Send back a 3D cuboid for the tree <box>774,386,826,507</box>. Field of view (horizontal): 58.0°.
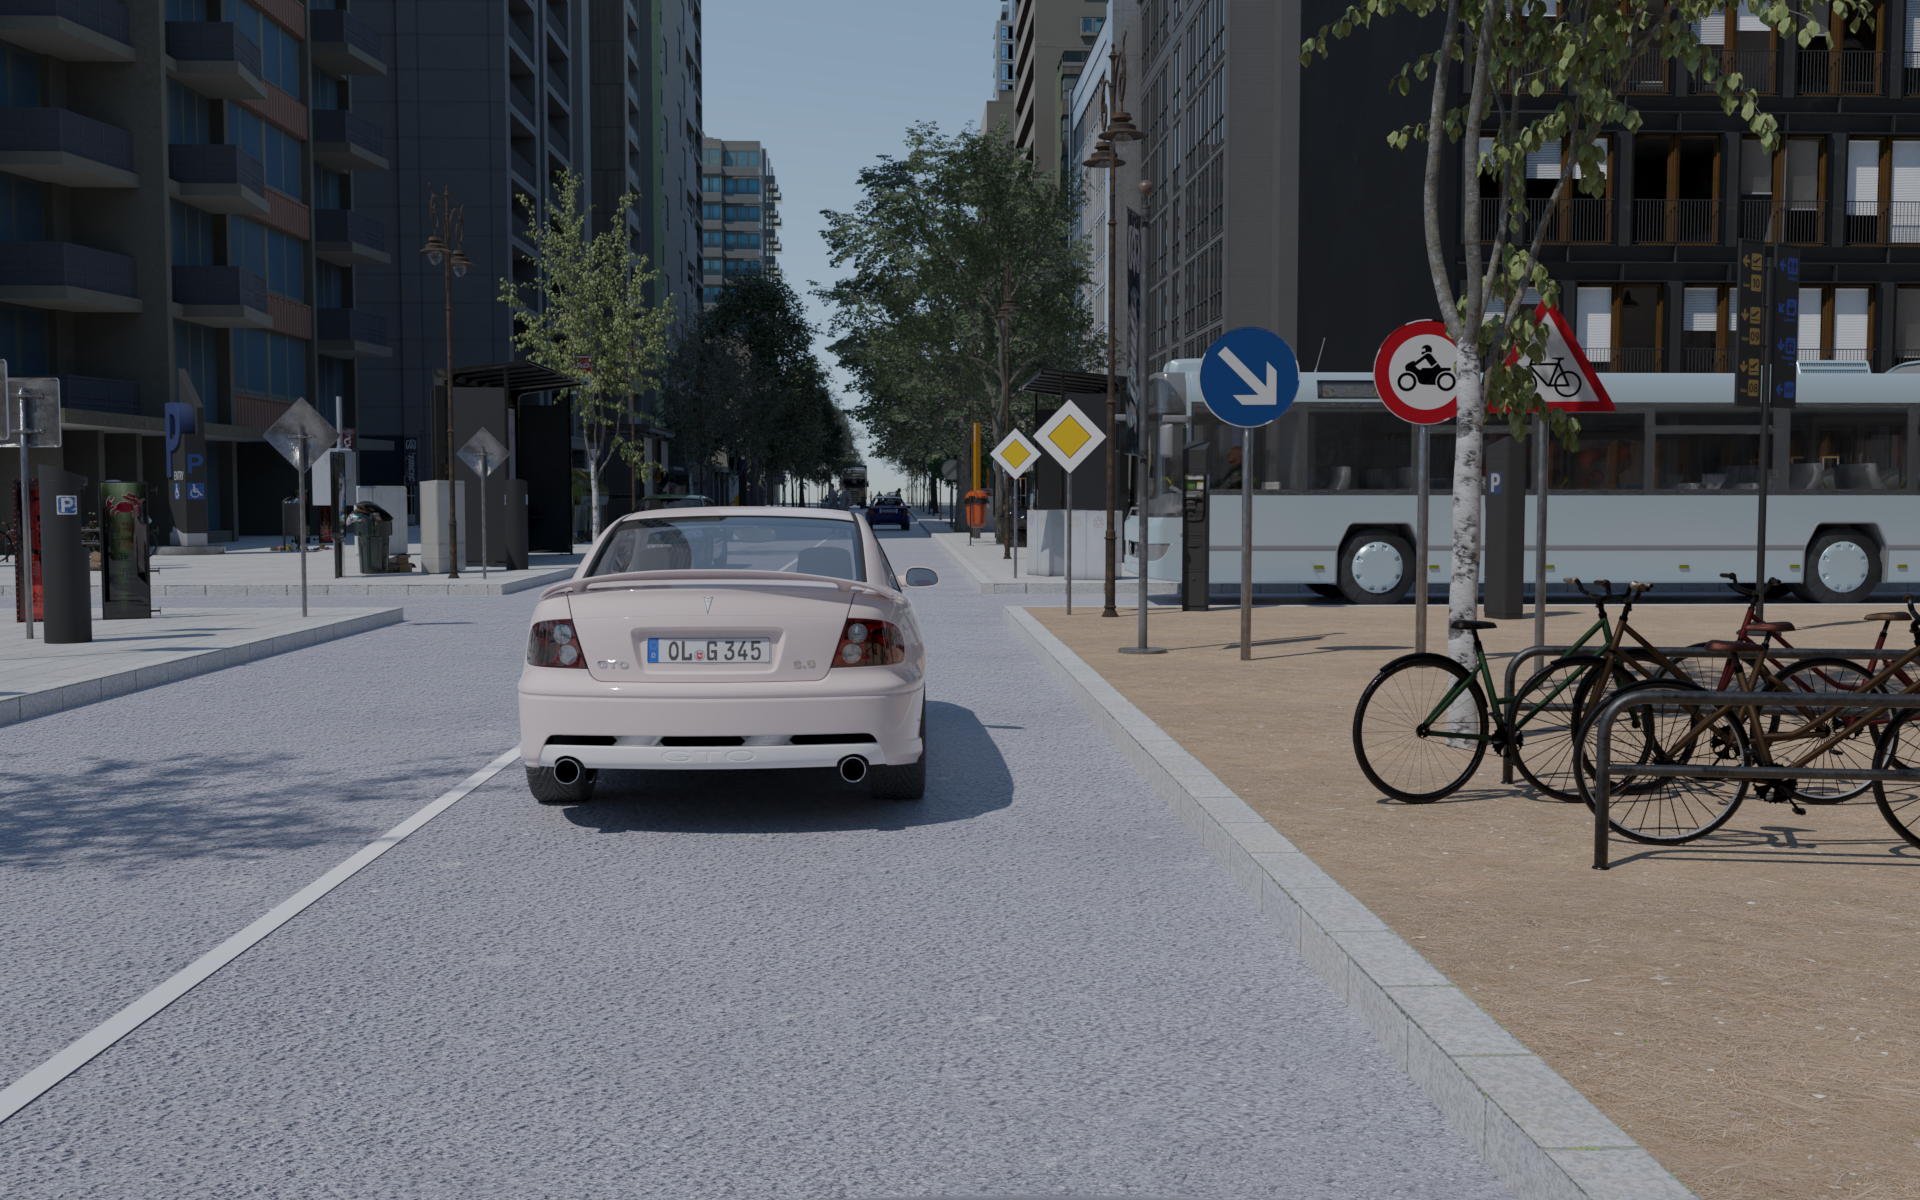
[{"bbox_3d":[-10.684,-9.586,107.097,4.737,8.622,4.395,0,3,0],"label":"tree"}]

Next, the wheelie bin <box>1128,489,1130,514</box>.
[{"bbox_3d":[6.729,-3.914,71.894,0.980,1.594,0.693,-3,4,-37],"label":"wheelie bin"}]

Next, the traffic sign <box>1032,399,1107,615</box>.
[{"bbox_3d":[1.152,-0.897,18.309,0.795,2.450,0.064,0,4,-2],"label":"traffic sign"}]

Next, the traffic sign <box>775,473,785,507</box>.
[{"bbox_3d":[-10.263,-5.968,97.680,0.768,2.556,0.104,0,4,2],"label":"traffic sign"}]

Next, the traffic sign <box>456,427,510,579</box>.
[{"bbox_3d":[-7.149,-1.367,25.998,0.795,2.450,0.064,0,4,-2],"label":"traffic sign"}]

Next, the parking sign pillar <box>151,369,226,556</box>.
[{"bbox_3d":[-16.401,-2.951,36.716,1.447,3.967,1.447,-3,4,-39],"label":"parking sign pillar"}]

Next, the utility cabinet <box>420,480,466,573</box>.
[{"bbox_3d":[-8.425,-1.194,28.201,0.318,1.500,1.173,0,4,5],"label":"utility cabinet"}]

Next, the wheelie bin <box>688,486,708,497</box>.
[{"bbox_3d":[-10.513,-3.755,69.304,0.980,1.594,0.693,0,4,-3],"label":"wheelie bin"}]

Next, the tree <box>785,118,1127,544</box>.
[{"bbox_3d":[0.734,-6.707,44.066,7.601,10.594,8.767,-2,4,-27],"label":"tree"}]

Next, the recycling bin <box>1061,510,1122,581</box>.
[{"bbox_3d":[2.008,-0.826,26.064,0.722,1.027,0.722,1,4,21],"label":"recycling bin"}]

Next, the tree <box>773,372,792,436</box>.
[{"bbox_3d":[-9.297,-7.406,71.448,4.360,8.622,3.978,0,3,0],"label":"tree"}]

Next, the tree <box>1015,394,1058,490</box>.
[{"bbox_3d":[3.964,-9.025,97.929,4.360,8.622,3.978,0,3,0],"label":"tree"}]

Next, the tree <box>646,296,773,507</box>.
[{"bbox_3d":[-9.901,-6.983,64.534,4.360,8.622,3.978,0,3,0],"label":"tree"}]

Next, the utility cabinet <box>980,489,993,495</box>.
[{"bbox_3d":[0.740,-3.751,70.000,1.173,1.500,0.318,2,4,26],"label":"utility cabinet"}]

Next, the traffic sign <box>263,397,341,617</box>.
[{"bbox_3d":[-6.837,-0.879,18.019,0.795,2.450,0.064,0,4,-2],"label":"traffic sign"}]

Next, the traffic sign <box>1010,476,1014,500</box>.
[{"bbox_3d":[1.921,-3.993,65.398,0.768,2.556,0.104,0,4,4],"label":"traffic sign"}]

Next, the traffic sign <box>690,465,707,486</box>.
[{"bbox_3d":[-11.484,-4.639,75.949,0.768,2.556,0.104,0,4,-1],"label":"traffic sign"}]

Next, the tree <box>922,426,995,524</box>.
[{"bbox_3d":[0.072,-5.586,75.046,4.285,4.588,4.351,0,3,0],"label":"tree"}]

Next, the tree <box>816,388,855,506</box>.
[{"bbox_3d":[-15.242,-17.255,192.494,12.009,13.543,11.850,0,3,0],"label":"tree"}]

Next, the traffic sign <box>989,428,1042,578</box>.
[{"bbox_3d":[0.840,-1.385,26.289,0.795,2.450,0.064,0,4,-2],"label":"traffic sign"}]

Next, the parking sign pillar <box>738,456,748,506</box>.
[{"bbox_3d":[-12.136,-6.614,96.610,1.447,3.967,1.447,0,4,-1],"label":"parking sign pillar"}]

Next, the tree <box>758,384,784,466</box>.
[{"bbox_3d":[-12.534,-11.998,130.584,8.767,10.594,7.601,0,4,2],"label":"tree"}]

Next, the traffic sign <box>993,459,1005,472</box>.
[{"bbox_3d":[1.381,-3.159,51.764,0.768,2.556,0.104,0,4,7],"label":"traffic sign"}]

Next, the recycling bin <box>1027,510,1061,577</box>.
[{"bbox_3d":[1.532,-0.903,27.325,0.722,1.027,0.722,-2,4,-28],"label":"recycling bin"}]

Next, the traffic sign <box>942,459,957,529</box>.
[{"bbox_3d":[-0.290,-3.880,63.540,0.768,2.556,0.104,0,4,3],"label":"traffic sign"}]

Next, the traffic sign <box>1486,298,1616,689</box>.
[{"bbox_3d":[3.808,-0.693,11.328,0.884,2.594,0.081,0,4,6],"label":"traffic sign"}]

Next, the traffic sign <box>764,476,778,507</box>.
[{"bbox_3d":[-10.577,-5.923,96.946,0.768,2.556,0.104,0,4,-1],"label":"traffic sign"}]

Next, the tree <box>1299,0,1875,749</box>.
[{"bbox_3d":[2.789,-3.556,8.509,4.737,8.622,4.395,0,3,0],"label":"tree"}]

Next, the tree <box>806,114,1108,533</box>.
[{"bbox_3d":[0.007,-9.230,57.567,9.857,13.997,8.962,0,3,0],"label":"tree"}]

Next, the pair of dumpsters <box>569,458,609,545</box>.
[{"bbox_3d":[-10.391,-2.646,45.762,1.574,2.255,4.437,0,4,-2],"label":"pair of dumpsters"}]

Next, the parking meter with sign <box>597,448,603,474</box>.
[{"bbox_3d":[-13.538,-4.075,62.887,1.738,3.016,0.543,-3,5,-42],"label":"parking meter with sign"}]

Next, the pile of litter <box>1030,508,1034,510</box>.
[{"bbox_3d":[2.408,-2.508,54.965,1.176,0.858,1.719,-2,4,-34],"label":"pile of litter"}]

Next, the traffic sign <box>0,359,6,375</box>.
[{"bbox_3d":[-7.538,-0.677,13.198,0.606,2.300,0.079,0,4,5],"label":"traffic sign"}]

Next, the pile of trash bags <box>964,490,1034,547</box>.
[{"bbox_3d":[1.535,-1.996,42.389,3.447,1.369,1.912,3,4,36],"label":"pile of trash bags"}]

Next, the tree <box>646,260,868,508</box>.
[{"bbox_3d":[-10.168,-10.268,84.885,9.611,12.733,9.660,0,3,0],"label":"tree"}]

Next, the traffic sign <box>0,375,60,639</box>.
[{"bbox_3d":[-8.234,-0.804,15.272,0.606,2.300,0.079,0,4,-2],"label":"traffic sign"}]

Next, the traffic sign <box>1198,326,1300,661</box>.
[{"bbox_3d":[2.205,-0.806,13.286,0.768,2.556,0.104,0,4,7],"label":"traffic sign"}]

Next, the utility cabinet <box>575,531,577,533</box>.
[{"bbox_3d":[-12.563,-2.837,57.540,1.020,1.237,0.306,2,4,32],"label":"utility cabinet"}]

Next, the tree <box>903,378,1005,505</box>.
[{"bbox_3d":[-0.251,-8.511,89.510,4.360,8.622,3.978,0,3,0],"label":"tree"}]

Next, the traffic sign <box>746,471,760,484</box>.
[{"bbox_3d":[-11.038,-5.650,92.476,0.768,2.556,0.104,0,4,2],"label":"traffic sign"}]

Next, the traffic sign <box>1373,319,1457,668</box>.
[{"bbox_3d":[3.404,-0.772,12.722,0.768,2.556,0.104,0,4,4],"label":"traffic sign"}]

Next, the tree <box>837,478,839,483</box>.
[{"bbox_3d":[-16.297,-17.733,240.288,4.360,8.622,3.978,0,3,0],"label":"tree"}]

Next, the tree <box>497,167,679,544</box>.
[{"bbox_3d":[-8.286,-5.431,39.156,4.737,8.622,4.395,0,3,0],"label":"tree"}]

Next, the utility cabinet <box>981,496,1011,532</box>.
[{"bbox_3d":[1.217,-2.894,58.484,1.020,1.237,0.306,0,4,3],"label":"utility cabinet"}]
